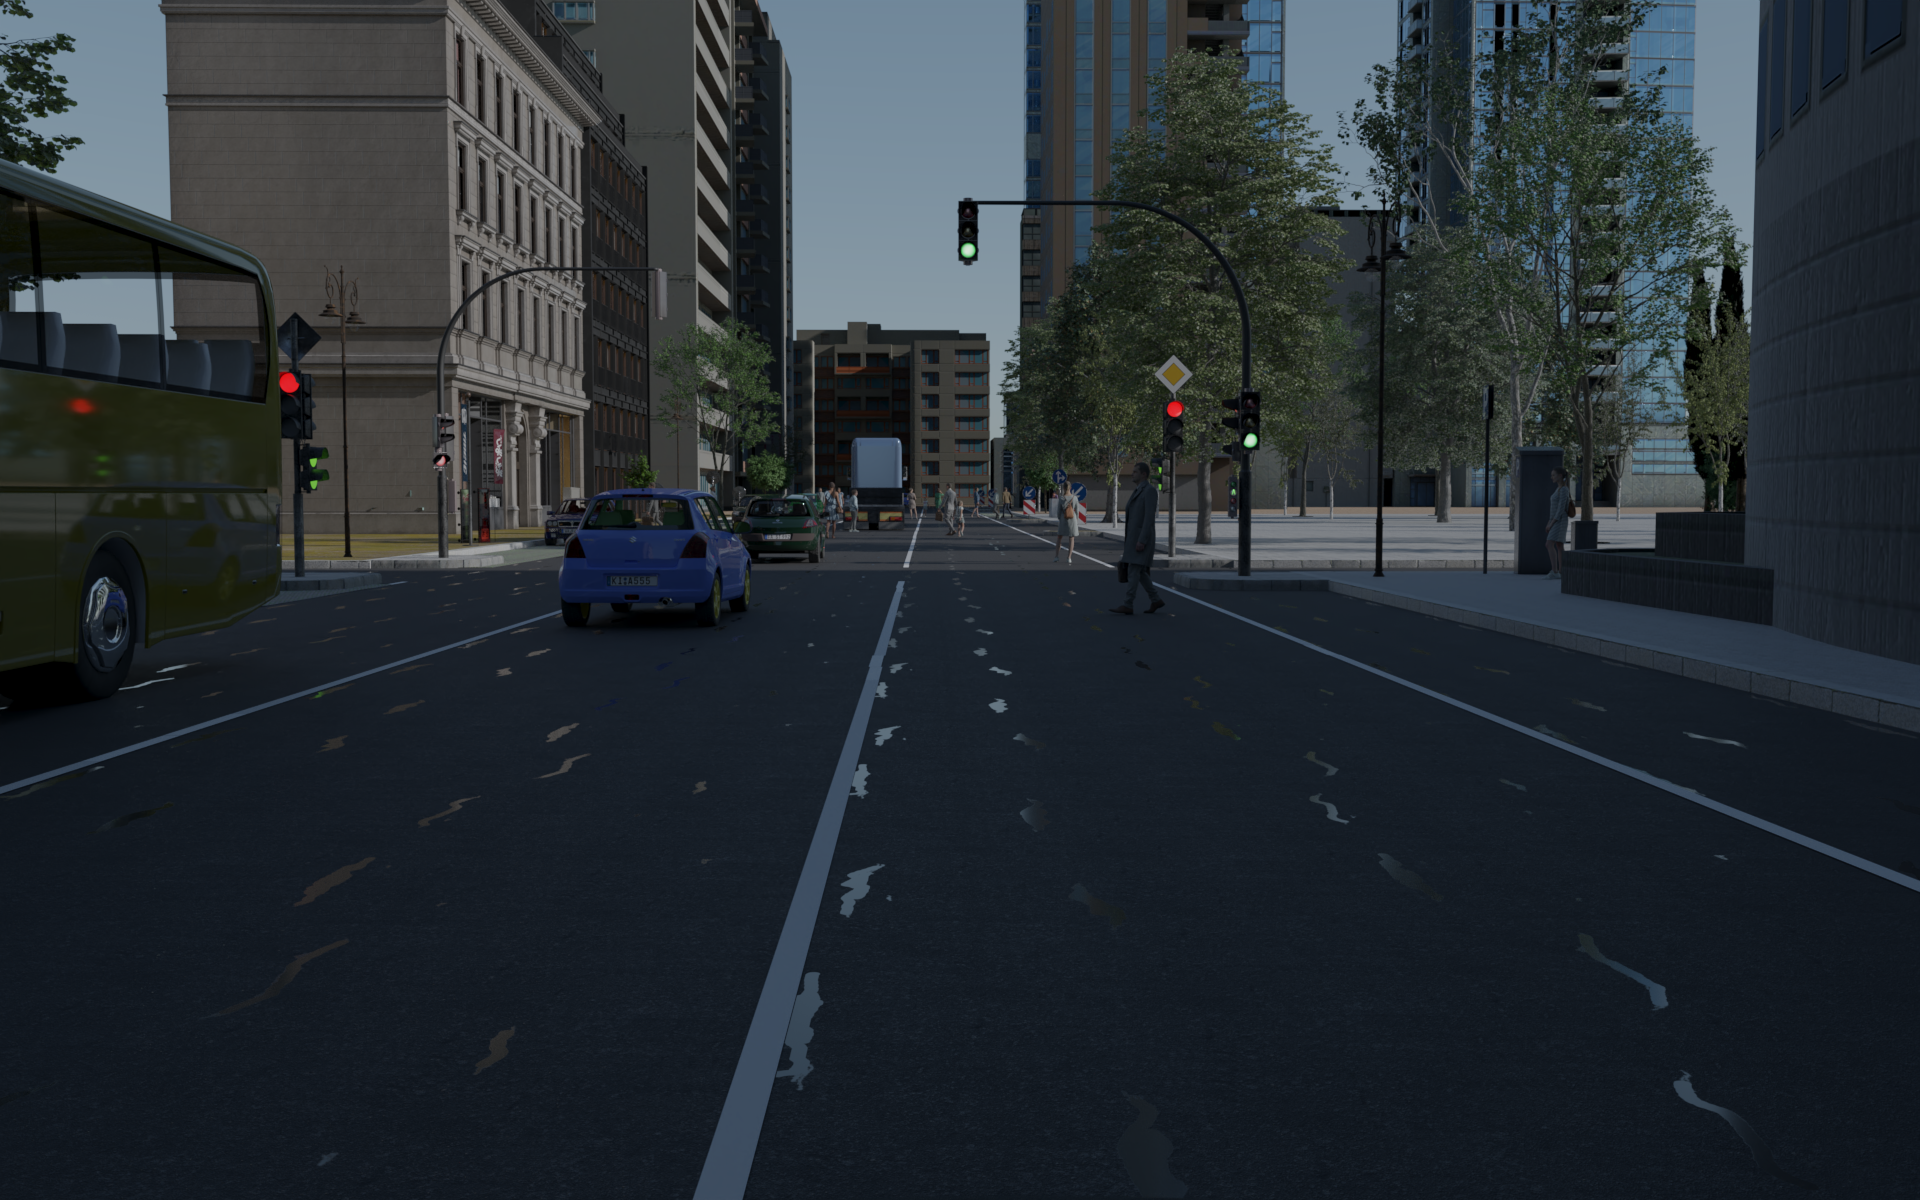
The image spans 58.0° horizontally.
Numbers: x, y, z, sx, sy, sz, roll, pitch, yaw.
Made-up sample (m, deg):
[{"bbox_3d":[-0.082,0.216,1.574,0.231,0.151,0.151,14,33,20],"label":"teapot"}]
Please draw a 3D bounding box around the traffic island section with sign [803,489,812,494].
[{"bbox_3d":[-11.988,-7.839,136.803,1.989,1.847,2.006,0,4,-1],"label":"traffic island section with sign"}]

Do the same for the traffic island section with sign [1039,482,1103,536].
[{"bbox_3d":[3.870,-3.126,59.742,1.989,1.847,2.006,0,4,-1],"label":"traffic island section with sign"}]

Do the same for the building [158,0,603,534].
[{"bbox_3d":[-20.539,-12.541,55.956,10.553,20.767,40.483,0,4,-1],"label":"building"}]

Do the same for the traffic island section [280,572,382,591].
[{"bbox_3d":[-10.269,-0.282,26.896,2.009,0.180,2.903,0,4,-1],"label":"traffic island section"}]

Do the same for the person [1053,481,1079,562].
[{"bbox_3d":[2.248,-1.641,36.334,0.512,1.701,0.522,-1,4,-12],"label":"person"}]

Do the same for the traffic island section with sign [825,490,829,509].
[{"bbox_3d":[-12.494,-9.553,164.821,1.989,1.847,2.006,0,4,-1],"label":"traffic island section with sign"}]

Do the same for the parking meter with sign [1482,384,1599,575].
[{"bbox_3d":[9.262,-1.920,27.649,1.738,3.016,0.543,0,4,8],"label":"parking meter with sign"}]

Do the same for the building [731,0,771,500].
[{"bbox_3d":[-27.708,-30.003,145.177,22.147,44.769,28.867,0,4,-1],"label":"building"}]

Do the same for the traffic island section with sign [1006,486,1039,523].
[{"bbox_3d":[3.352,-4.831,87.609,1.989,1.847,2.006,0,4,-1],"label":"traffic island section with sign"}]

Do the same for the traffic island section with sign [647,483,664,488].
[{"bbox_3d":[-10.565,-3.145,60.041,1.989,1.847,2.006,0,4,-1],"label":"traffic island section with sign"}]

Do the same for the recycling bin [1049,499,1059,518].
[{"bbox_3d":[5.275,-5.024,94.692,0.722,1.027,0.722,0,4,-6],"label":"recycling bin"}]

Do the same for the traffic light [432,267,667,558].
[{"bbox_3d":[-8.287,-3.679,34.819,4.771,5.953,1.251,0,4,-1],"label":"traffic light"}]

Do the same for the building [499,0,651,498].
[{"bbox_3d":[-22.517,-15.552,83.951,12.332,23.373,15.834,0,4,-1],"label":"building"}]

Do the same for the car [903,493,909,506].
[{"bbox_3d":[-6.003,-10.795,186.085,1.945,1.707,3.694,0,4,-2],"label":"car"}]

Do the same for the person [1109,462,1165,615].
[{"bbox_3d":[2.118,-0.739,20.683,0.767,1.812,0.694,-1,4,-10],"label":"person"}]

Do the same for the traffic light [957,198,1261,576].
[{"bbox_3d":[2.339,-3.193,26.869,4.771,5.953,1.251,0,4,-1],"label":"traffic light"}]

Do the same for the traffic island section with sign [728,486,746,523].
[{"bbox_3d":[-11.063,-4.793,86.992,1.989,1.847,2.006,0,4,-1],"label":"traffic island section with sign"}]

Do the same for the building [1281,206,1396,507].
[{"bbox_3d":[35.902,-24.828,177.645,14.107,30.474,14.160,0,4,-1],"label":"building"}]

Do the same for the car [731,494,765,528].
[{"bbox_3d":[-7.999,-3.603,68.695,2.009,1.686,4.222,0,4,0],"label":"car"}]

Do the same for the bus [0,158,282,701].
[{"bbox_3d":[-7.057,-1.078,9.167,2.896,3.916,12.252,0,4,-2],"label":"bus"}]

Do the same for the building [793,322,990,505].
[{"bbox_3d":[-11.324,-22.239,208.654,28.899,21.520,27.650,0,4,-1],"label":"building"}]

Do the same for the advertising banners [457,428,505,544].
[{"bbox_3d":[-12.584,-3.026,45.655,0.090,3.025,2.074,1,4,20],"label":"advertising banners"}]

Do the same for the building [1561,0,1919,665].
[{"bbox_3d":[17.616,-28.614,9.840,21.231,58.520,28.212,0,4,-1],"label":"building"}]

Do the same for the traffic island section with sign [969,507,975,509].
[{"bbox_3d":[1.903,-9.586,165.355,1.989,1.847,2.006,0,4,-1],"label":"traffic island section with sign"}]

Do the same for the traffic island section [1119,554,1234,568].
[{"bbox_3d":[4.321,-0.787,35.147,2.009,0.180,2.903,0,4,-1],"label":"traffic island section"}]

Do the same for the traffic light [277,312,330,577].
[{"bbox_3d":[-10.229,-2.314,26.762,0.839,4.253,0.868,0,4,-1],"label":"traffic light"}]

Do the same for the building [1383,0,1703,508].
[{"bbox_3d":[58.512,-52.626,173.099,31.000,86.520,22.319,0,4,-1],"label":"building"}]

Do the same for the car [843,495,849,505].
[{"bbox_3d":[-10.026,-9.249,163.589,2.083,1.381,4.827,0,4,-3],"label":"car"}]

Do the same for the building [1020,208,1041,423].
[{"bbox_3d":[13.007,-24.787,176.973,14.160,30.474,14.107,0,4,-1],"label":"building"}]

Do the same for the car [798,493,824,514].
[{"bbox_3d":[-9.072,-5.709,102.141,1.959,1.807,4.718,0,4,1],"label":"car"}]

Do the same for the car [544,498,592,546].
[{"bbox_3d":[-10.606,-2.228,49.010,1.945,1.354,3.894,0,4,-1],"label":"car"}]

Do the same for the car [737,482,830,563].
[{"bbox_3d":[-3.819,-1.687,37.374,2.009,1.686,4.222,0,4,-3],"label":"car"}]

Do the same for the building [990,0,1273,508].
[{"bbox_3d":[19.174,-54.632,205.911,31.000,86.520,22.319,0,4,-1],"label":"building"}]

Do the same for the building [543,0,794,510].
[{"bbox_3d":[-27.978,-33.558,172.373,21.600,48.544,21.300,0,4,-1],"label":"building"}]

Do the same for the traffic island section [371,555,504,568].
[{"bbox_3d":[-10.418,-0.771,34.880,2.009,0.180,2.903,0,4,-1],"label":"traffic island section"}]

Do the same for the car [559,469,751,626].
[{"bbox_3d":[-3.442,-0.642,20.091,1.945,1.707,3.694,0,4,1],"label":"car"}]

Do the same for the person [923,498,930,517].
[{"bbox_3d":[-2.134,-5.841,109.015,0.505,1.210,0.382,1,4,19],"label":"person"}]

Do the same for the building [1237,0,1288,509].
[{"bbox_3d":[16.718,-51.360,152.408,22.319,86.520,31.000,0,4,-1],"label":"building"}]

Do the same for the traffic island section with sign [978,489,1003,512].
[{"bbox_3d":[2.421,-7.901,137.810,1.989,1.847,2.006,0,4,-1],"label":"traffic island section with sign"}]

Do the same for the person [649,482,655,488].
[{"bbox_3d":[-10.214,-3.033,58.050,0.822,1.834,0.622,0,4,7],"label":"person"}]

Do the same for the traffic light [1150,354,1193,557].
[{"bbox_3d":[4.281,-2.820,35.032,0.839,4.253,0.868,0,4,-1],"label":"traffic light"}]

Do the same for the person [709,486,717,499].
[{"bbox_3d":[-11.462,-4.360,80.019,0.641,1.798,0.478,0,4,-6],"label":"person"}]

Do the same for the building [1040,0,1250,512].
[{"bbox_3d":[13.442,-29.415,131.044,14.600,45.320,14.200,0,4,-1],"label":"building"}]

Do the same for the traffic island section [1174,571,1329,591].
[{"bbox_3d":[4.469,-0.299,27.163,2.009,0.180,2.903,0,4,-1],"label":"traffic island section"}]

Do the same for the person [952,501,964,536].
[{"bbox_3d":[-0.071,-2.756,58.582,0.505,1.210,0.382,2,4,32],"label":"person"}]
